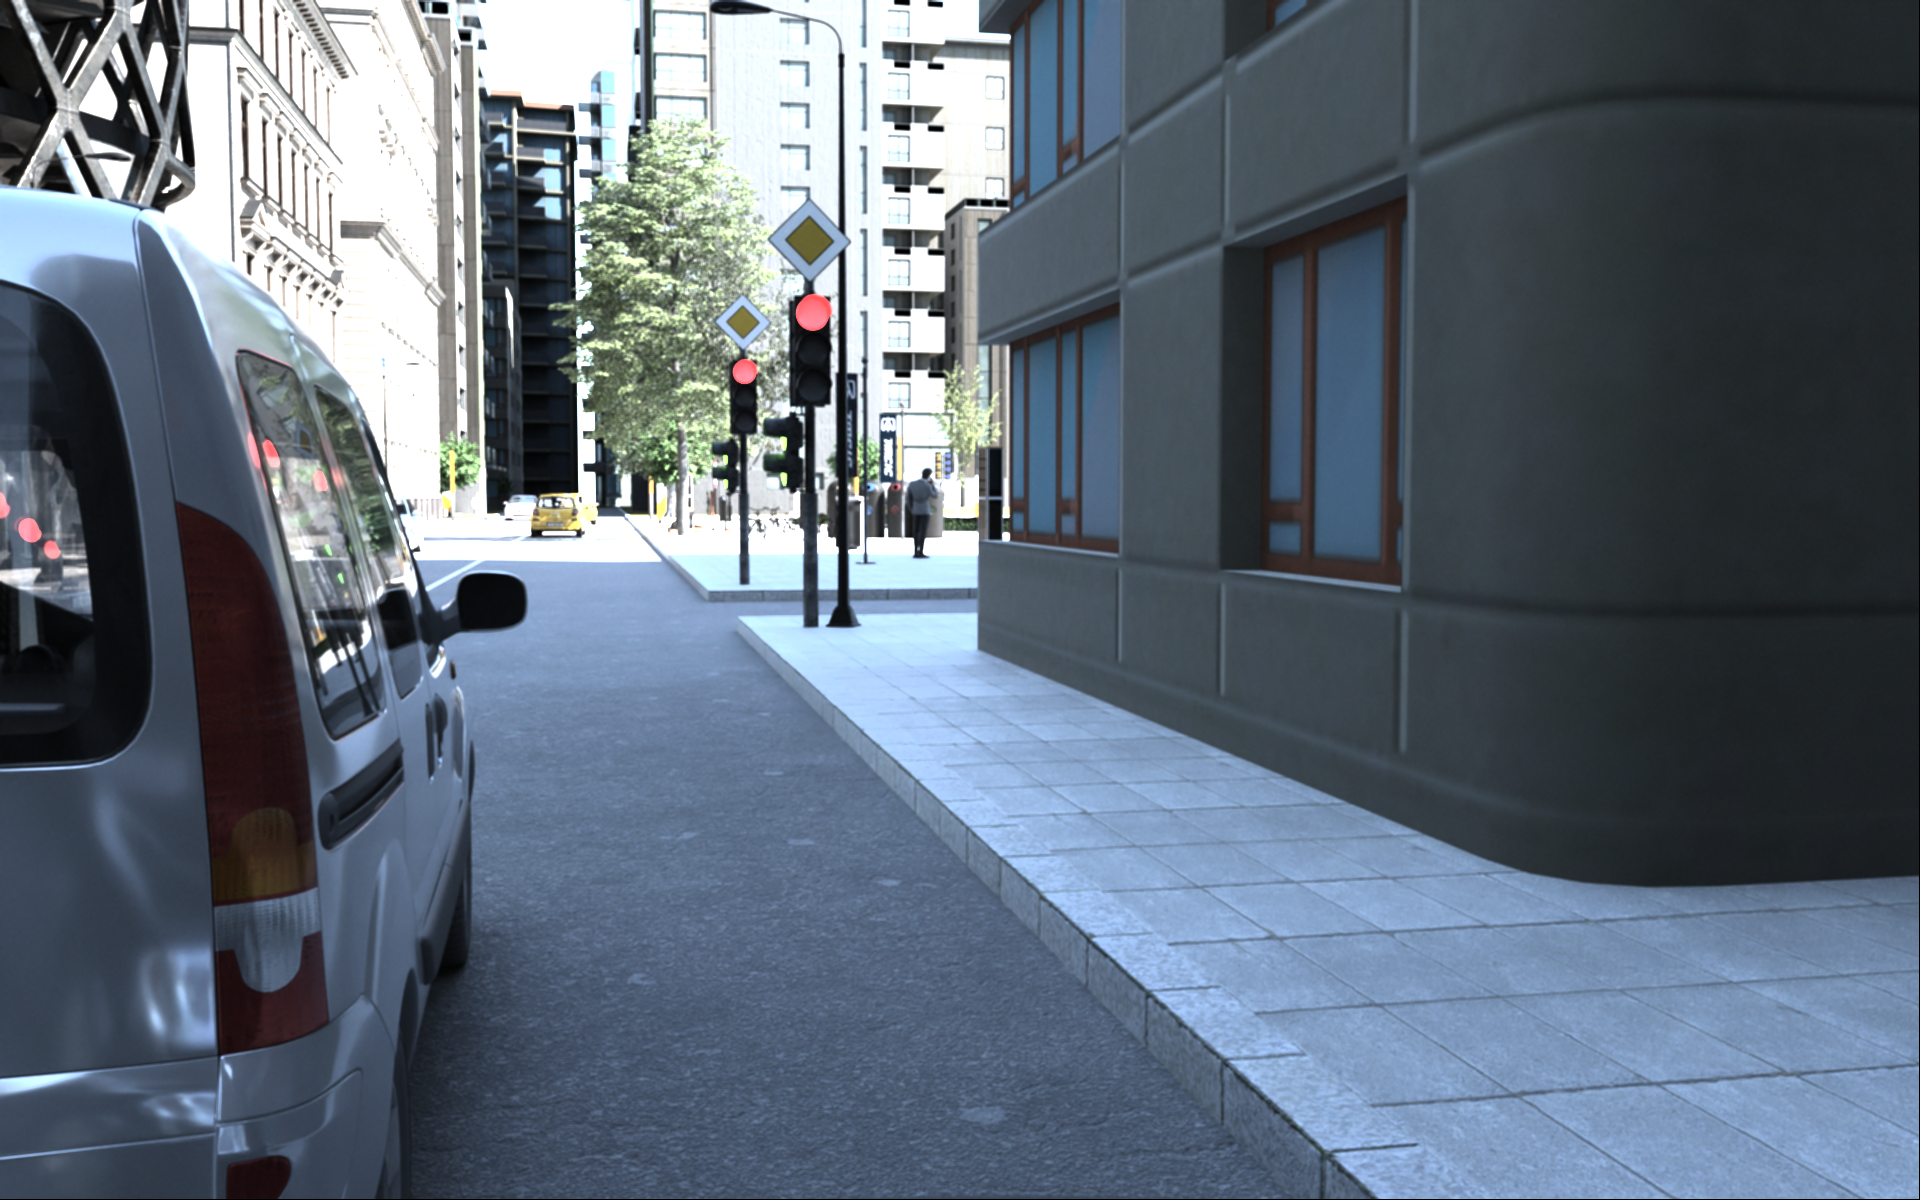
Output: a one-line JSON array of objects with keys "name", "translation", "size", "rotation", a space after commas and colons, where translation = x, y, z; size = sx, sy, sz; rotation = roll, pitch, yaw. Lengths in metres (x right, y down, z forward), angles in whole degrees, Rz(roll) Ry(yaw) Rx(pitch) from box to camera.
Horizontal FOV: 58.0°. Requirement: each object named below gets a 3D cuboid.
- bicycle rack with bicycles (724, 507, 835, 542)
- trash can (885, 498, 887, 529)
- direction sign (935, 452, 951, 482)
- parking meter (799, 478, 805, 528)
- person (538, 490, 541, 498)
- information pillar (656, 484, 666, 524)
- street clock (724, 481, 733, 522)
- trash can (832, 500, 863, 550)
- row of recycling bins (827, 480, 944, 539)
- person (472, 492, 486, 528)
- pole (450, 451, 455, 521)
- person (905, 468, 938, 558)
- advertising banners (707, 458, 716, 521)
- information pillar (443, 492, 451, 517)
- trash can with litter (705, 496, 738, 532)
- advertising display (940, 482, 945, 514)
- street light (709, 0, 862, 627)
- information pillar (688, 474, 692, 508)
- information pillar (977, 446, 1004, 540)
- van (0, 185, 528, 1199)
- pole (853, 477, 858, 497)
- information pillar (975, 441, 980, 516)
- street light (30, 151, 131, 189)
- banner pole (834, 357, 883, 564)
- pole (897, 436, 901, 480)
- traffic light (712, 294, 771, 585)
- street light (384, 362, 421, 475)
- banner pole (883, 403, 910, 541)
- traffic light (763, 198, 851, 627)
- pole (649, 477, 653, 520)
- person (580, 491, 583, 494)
[{"name": "bicycle rack with bicycles", "translation": [-5.168, -2.076, 47.325], "size": [2.852, 0.926, 2.925], "rotation": [-3, 5, -42]}, {"name": "trash can", "translation": [-2.853, -3.232, 64.498], "size": [0.748, 1.137, 0.748], "rotation": [0, 3, 0]}, {"name": "direction sign", "translation": [-0.922, -6.180, 93.038], "size": [0.876, 3.537, 0.379], "rotation": [-1, 4, -13]}, {"name": "parking meter", "translation": [-5.790, -3.587, 64.360], "size": [0.255, 1.863, 0.399], "rotation": [-2, 4, -29]}, {"name": "person", "translation": [-39.993, -9.539, 164.551], "size": [0.705, 1.814, 1.350], "rotation": [-1, 4, -14]}, {"name": "information pillar", "translation": [-12.696, -5.024, 73.495], "size": [0.183, 3.616, 0.504], "rotation": [2, 4, 30]}, {"name": "street clock", "translation": [-10.520, -4.556, 79.057], "size": [0.471, 2.002, 0.358], "rotation": [-1, 4, -17]}, {"name": "trash can", "translation": [-2.570, -1.718, 39.745], "size": [0.748, 1.137, 0.748], "rotation": [0, 3, 0]}, {"name": "row of recycling bins", "translation": [-2.184, -2.646, 50.376], "size": [3.534, 1.692, 1.069], "rotation": [1, 4, 13]}, {"name": "person", "translation": [-20.365, -3.803, 73.276], "size": [0.523, 1.515, 0.503], "rotation": [1, 4, 16]}, {"name": "pole", "translation": [-23.965, -5.377, 81.760], "size": [0.158, 3.312, 0.155], "rotation": [0, 3, 0]}, {"name": "person", "translation": [-0.768, -1.735, 34.593], "size": [0.592, 1.802, 0.473], "rotation": [3, 5, 40]}, {"name": "advertising banners", "translation": [-11.821, -5.286, 82.607], "size": [0.090, 3.025, 2.074], "rotation": [0, 4, 4]}, {"name": "information pillar", "translation": [-28.487, -6.414, 96.223], "size": [0.504, 3.616, 0.183], "rotation": [-2, 4, -29]}, {"name": "trash can with litter", "translation": [-8.234, -2.983, 59.836], "size": [1.678, 1.210, 2.233], "rotation": [-2, 4, -30]}, {"name": "advertising display", "translation": [-0.902, -5.175, 89.825], "size": [0.123, 1.923, 0.974], "rotation": [0, 4, 6]}, {"name": "street light", "translation": [-1.660, -2.691, 16.540], "size": [1.470, 5.913, 1.316], "rotation": [-1, 4, -12]}, {"name": "information pillar", "translation": [-9.766, -3.507, 61.832], "size": [0.304, 2.012, 0.304], "rotation": [3, 5, 44]}, {"name": "information pillar", "translation": [0.471, -1.361, 26.742], "size": [0.304, 2.012, 0.304], "rotation": [-2, 4, -29]}, {"name": "van", "translation": [-1.999, 0.194, 3.842], "size": [2.013, 2.044, 4.112], "rotation": [-1, 4, -13]}, {"name": "pole", "translation": [-4.503, -4.948, 74.749], "size": [0.158, 3.312, 0.155], "rotation": [0, 3, 0]}, {"name": "information pillar", "translation": [0.851, -5.231, 76.887], "size": [0.183, 3.616, 0.504], "rotation": [3, 4, 37]}, {"name": "street light", "translation": [-11.922, -3.117, 23.511], "size": [1.470, 5.913, 1.316], "rotation": [-1, 4, -12]}, {"name": "banner pole", "translation": [-1.925, -2.546, 31.638], "size": [0.863, 3.779, 0.401], "rotation": [-3, 4, -36]}, {"name": "pole", "translation": [-2.101, -4.097, 60.822], "size": [0.158, 3.312, 0.155], "rotation": [0, 3, 0]}, {"name": "traffic light", "translation": [-3.074, -2.173, 24.458], "size": [0.839, 4.253, 0.868], "rotation": [-1, 4, -12]}, {"name": "street light", "translation": [-19.636, -5.407, 60.953], "size": [1.470, 5.913, 1.316], "rotation": [-1, 4, -12]}, {"name": "banner pole", "translation": [-1.804, -3.514, 47.471], "size": [0.863, 3.779, 0.401], "rotation": [0, 4, -1]}, {"name": "traffic light", "translation": [-1.460, -1.695, 16.637], "size": [0.839, 4.253, 0.868], "rotation": [-1, 4, -12]}, {"name": "pole", "translation": [-15.103, -5.551, 84.597], "size": [0.158, 3.312, 0.155], "rotation": [0, 3, 0]}, {"name": "person", "translation": [-31.844, -8.324, 145.312], "size": [0.721, 1.735, 1.217], "rotation": [2, 4, 33]}]
